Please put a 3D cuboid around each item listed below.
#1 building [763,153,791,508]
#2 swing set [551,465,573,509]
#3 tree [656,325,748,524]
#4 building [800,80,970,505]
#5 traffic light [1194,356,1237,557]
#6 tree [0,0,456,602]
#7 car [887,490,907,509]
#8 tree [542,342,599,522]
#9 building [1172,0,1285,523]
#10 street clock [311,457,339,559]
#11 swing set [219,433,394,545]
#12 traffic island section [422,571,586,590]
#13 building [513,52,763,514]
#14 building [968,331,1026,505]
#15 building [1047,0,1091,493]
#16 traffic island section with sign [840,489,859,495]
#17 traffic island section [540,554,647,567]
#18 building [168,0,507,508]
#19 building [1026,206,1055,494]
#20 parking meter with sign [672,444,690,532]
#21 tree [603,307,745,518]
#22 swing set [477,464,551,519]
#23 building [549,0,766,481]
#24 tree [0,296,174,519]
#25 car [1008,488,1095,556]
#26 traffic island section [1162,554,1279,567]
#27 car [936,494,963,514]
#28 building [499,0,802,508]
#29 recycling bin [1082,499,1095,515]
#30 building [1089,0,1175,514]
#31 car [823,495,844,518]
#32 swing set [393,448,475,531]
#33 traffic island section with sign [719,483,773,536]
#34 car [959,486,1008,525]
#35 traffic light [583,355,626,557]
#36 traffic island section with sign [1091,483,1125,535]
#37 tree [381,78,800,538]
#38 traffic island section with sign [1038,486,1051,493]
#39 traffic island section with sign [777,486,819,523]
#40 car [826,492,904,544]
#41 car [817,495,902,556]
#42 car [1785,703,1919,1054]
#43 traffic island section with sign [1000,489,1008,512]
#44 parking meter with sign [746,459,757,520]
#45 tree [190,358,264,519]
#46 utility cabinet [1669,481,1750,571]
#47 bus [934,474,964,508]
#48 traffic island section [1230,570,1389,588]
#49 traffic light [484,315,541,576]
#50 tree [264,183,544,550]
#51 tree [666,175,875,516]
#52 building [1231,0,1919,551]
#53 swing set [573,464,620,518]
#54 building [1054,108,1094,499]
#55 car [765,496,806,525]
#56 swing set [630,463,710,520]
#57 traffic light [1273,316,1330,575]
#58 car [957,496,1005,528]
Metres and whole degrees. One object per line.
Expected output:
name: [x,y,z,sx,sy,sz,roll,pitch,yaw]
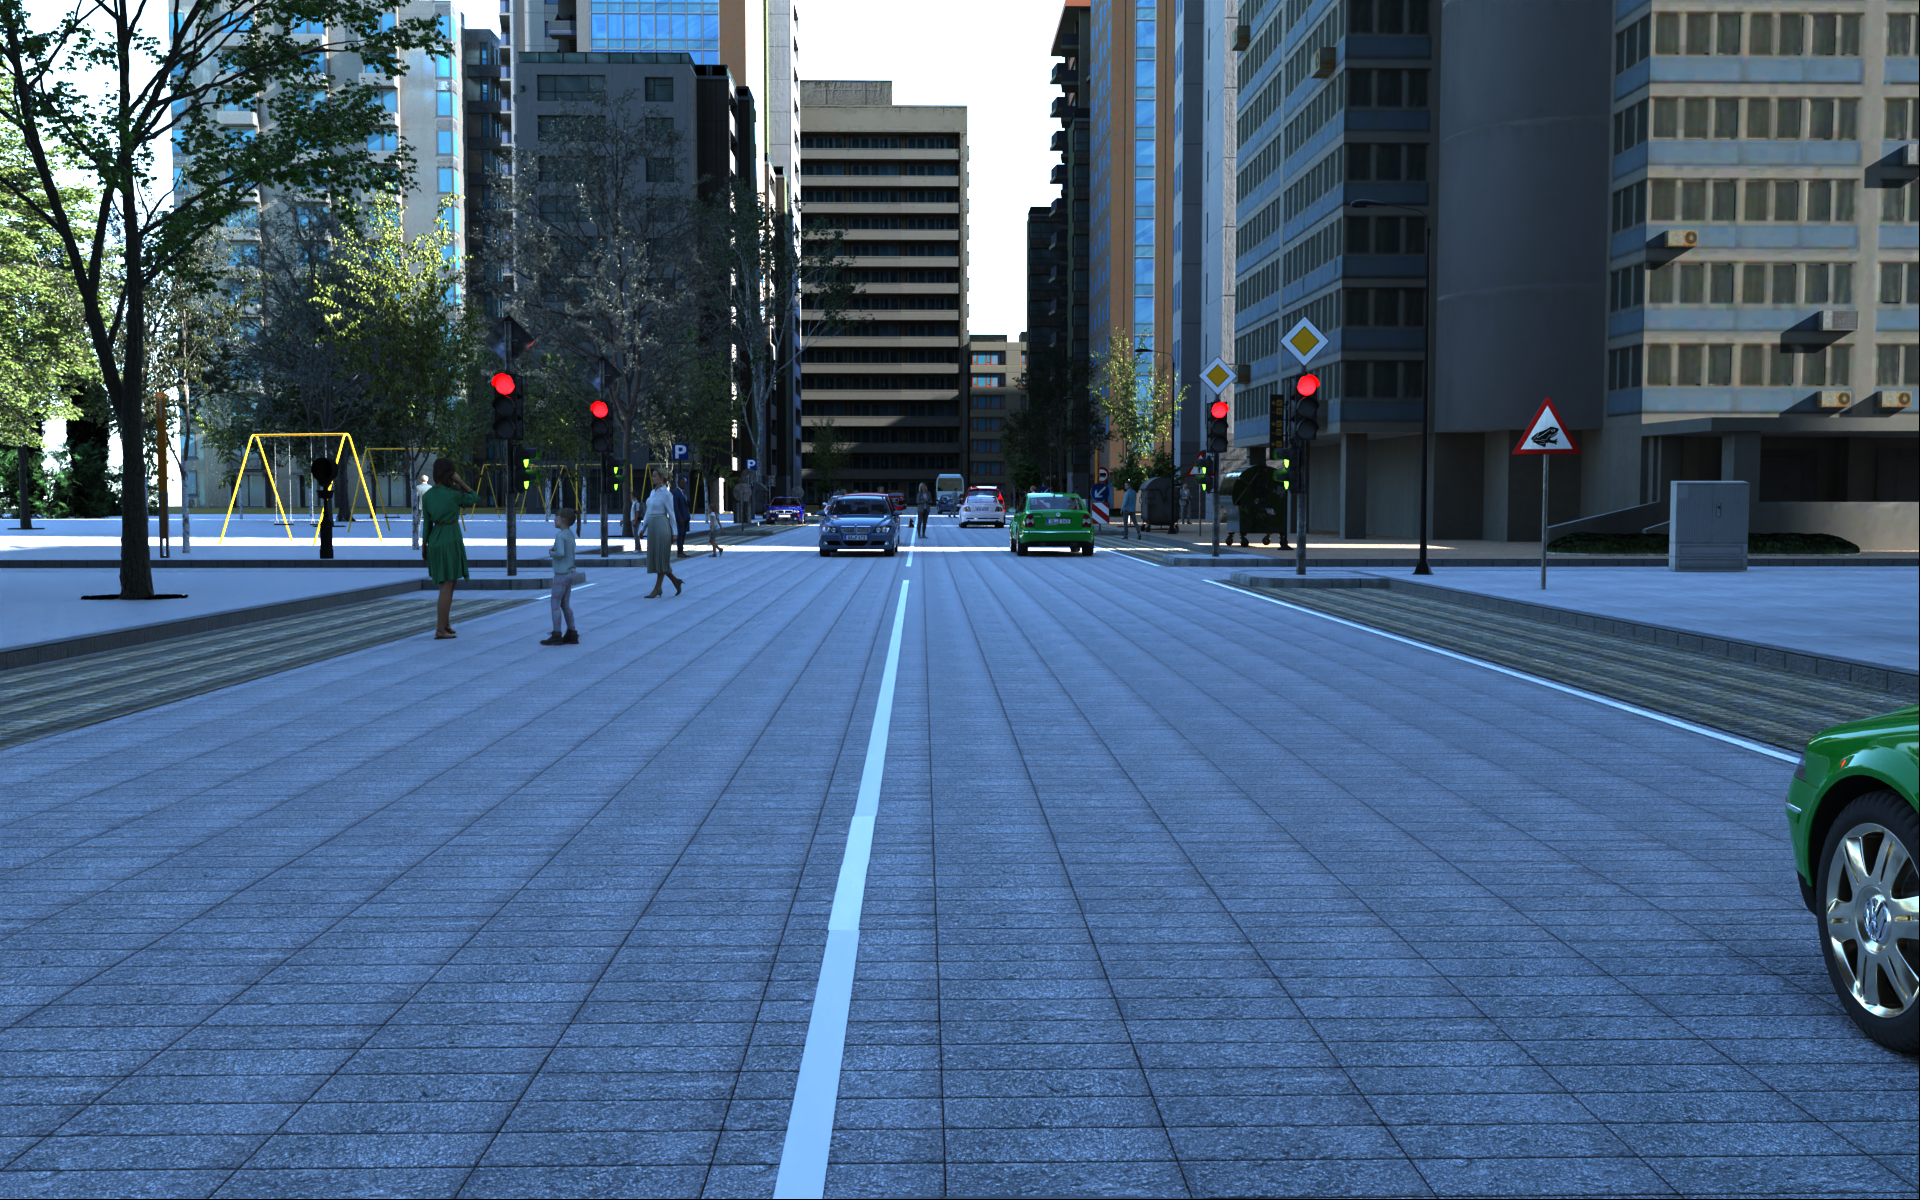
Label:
building: [-21.929,-22.905,146.195,14.160,30.474,14.107,0,4,-1]
swing set: [-22.808,-5.977,95.340,3.119,2.851,2.862,2,4,35]
tree: [-10.951,-7.592,74.490,4.737,8.622,4.395,0,3,0]
building: [-9.870,-35.660,206.742,21.600,48.544,21.300,0,4,-1]
traffic light: [5.233,-2.846,35.455,0.839,4.253,0.868,0,4,-1]
tree: [-10.195,-5.808,20.724,9.928,11.665,9.643,0,3,0]
car: [-6.123,-9.480,163.671,2.281,1.827,5.304,0,4,0]
tree: [-19.481,-7.955,80.426,4.737,8.622,4.395,0,3,0]
building: [21.717,-33.470,89.239,21.231,58.520,28.212,0,4,-1]
street clock: [-12.586,-1.822,34.362,0.471,2.002,0.358,1,4,12]
swing set: [-16.970,-2.891,44.882,3.119,2.851,2.862,1,4,17]
traffic island section: [-7.085,-0.308,27.311,2.009,0.180,2.903,0,4,-1]
building: [-21.374,-21.128,117.151,14.160,30.474,14.107,0,4,-1]
building: [15.314,-22.368,210.763,28.899,21.520,27.650,0,4,-1]
building: [19.406,-30.558,154.240,22.147,44.769,28.867,0,4,-1]
traffic island section with sign: [-9.260,-7.926,138.218,1.989,1.847,2.006,0,4,-1]
traffic island section: [-7.265,-0.796,35.294,2.009,0.180,2.903,0,4,-1]
building: [-59.588,-33.633,169.514,30.456,49.044,23.786,0,4,-1]
building: [13.636,-24.728,176.009,14.160,30.474,14.107,0,4,-1]
parking meter with sign: [-9.559,-3.872,59.562,0.543,3.016,1.738,-1,4,-12]
tree: [-10.767,-7.128,66.911,4.360,8.622,3.978,0,3,0]
swing set: [-23.609,-5.669,90.308,3.119,2.851,2.862,1,4,16]
building: [-22.349,-29.423,131.184,14.600,45.320,14.200,0,4,-1]
tree: [-50.893,-11.811,94.934,13.155,14.587,18.604,-1,4,-20]
car: [2.160,-2.000,41.500,1.959,1.807,4.718,0,4,-2]
traffic island section: [5.273,-0.813,35.570,2.009,0.180,2.903,0,4,-1]
car: [-0.701,-6.870,124.333,2.014,1.417,4.499,0,4,-3]
building: [-30.095,-38.465,170.894,28.212,58.520,21.231,0,4,-1]
recycling bin: [6.279,-4.536,86.712,0.722,1.027,0.722,-3,5,-43]
building: [16.428,-28.631,118.224,14.600,45.320,14.200,0,4,-1]
car: [-5.833,-4.567,87.040,2.083,1.381,4.827,0,4,-1]
swing set: [-18.651,-3.739,58.747,3.119,2.851,2.862,1,4,10]
traffic island section with sign: [-7.495,-3.136,59.898,1.989,1.847,2.006,0,4,-1]
car: [1.097,-4.418,80.901,2.281,1.827,5.304,0,4,1]
traffic light: [-7.225,-2.828,35.160,0.839,4.253,0.868,0,4,-1]
traffic island section with sign: [4.712,-3.173,60.509,1.989,1.847,2.006,0,4,-1]
tree: [-9.935,-8.615,51.230,12.009,13.543,11.850,0,3,0]
traffic island section with sign: [4.104,-4.833,87.650,1.989,1.847,2.006,0,4,-1]
traffic island section with sign: [-8.091,-4.784,86.847,1.989,1.847,2.006,0,4,-1]
car: [-2.637,-2.422,48.635,2.155,1.783,4.494,0,4,0]
car: [-2.379,-1.794,41.342,2.014,1.417,4.499,0,4,0]
car: [3.245,0.349,3.083,1.959,1.807,4.718,0,4,-1]
traffic island section with sign: [2.994,-7.870,137.299,1.989,1.847,2.006,0,4,-1]
parking meter with sign: [-10.549,-5.569,87.317,0.543,3.016,1.738,-1,4,-9]
tree: [-37.259,-8.475,88.921,4.737,8.622,4.395,0,3,0]
utility cabinet: [12.404,-1.223,28.679,1.173,1.500,0.318,0,4,3]
bus: [-0.997,-10.463,165.930,2.948,3.499,13.247,0,4,-1]
traffic island section: [5.453,-0.325,27.587,2.009,0.180,2.903,0,4,-1]
traffic light: [-7.045,-2.340,27.177,0.839,4.253,0.868,0,4,-1]
tree: [-12.503,-5.442,39.335,4.737,8.622,4.395,0,3,0]
tree: [-11.354,-15.038,101.762,12.611,20.169,13.585,0,3,0]
building: [22.011,-22.150,54.030,23.993,40.220,32.217,0,4,-1]
swing set: [-18.488,-5.687,90.609,3.119,2.851,2.862,-1,4,-14]
building: [15.122,-22.106,133.127,14.160,30.474,14.107,0,4,-1]
car: [-8.173,-4.205,81.328,1.945,1.354,3.894,0,4,-3]
swing set: [-14.644,-5.539,88.183,3.119,2.851,2.862,1,4,10]
traffic light: [5.413,-2.358,27.472,0.839,4.253,0.868,0,4,-1]
car: [0.902,-3.791,74.341,2.083,1.381,4.827,0,4,-1]
